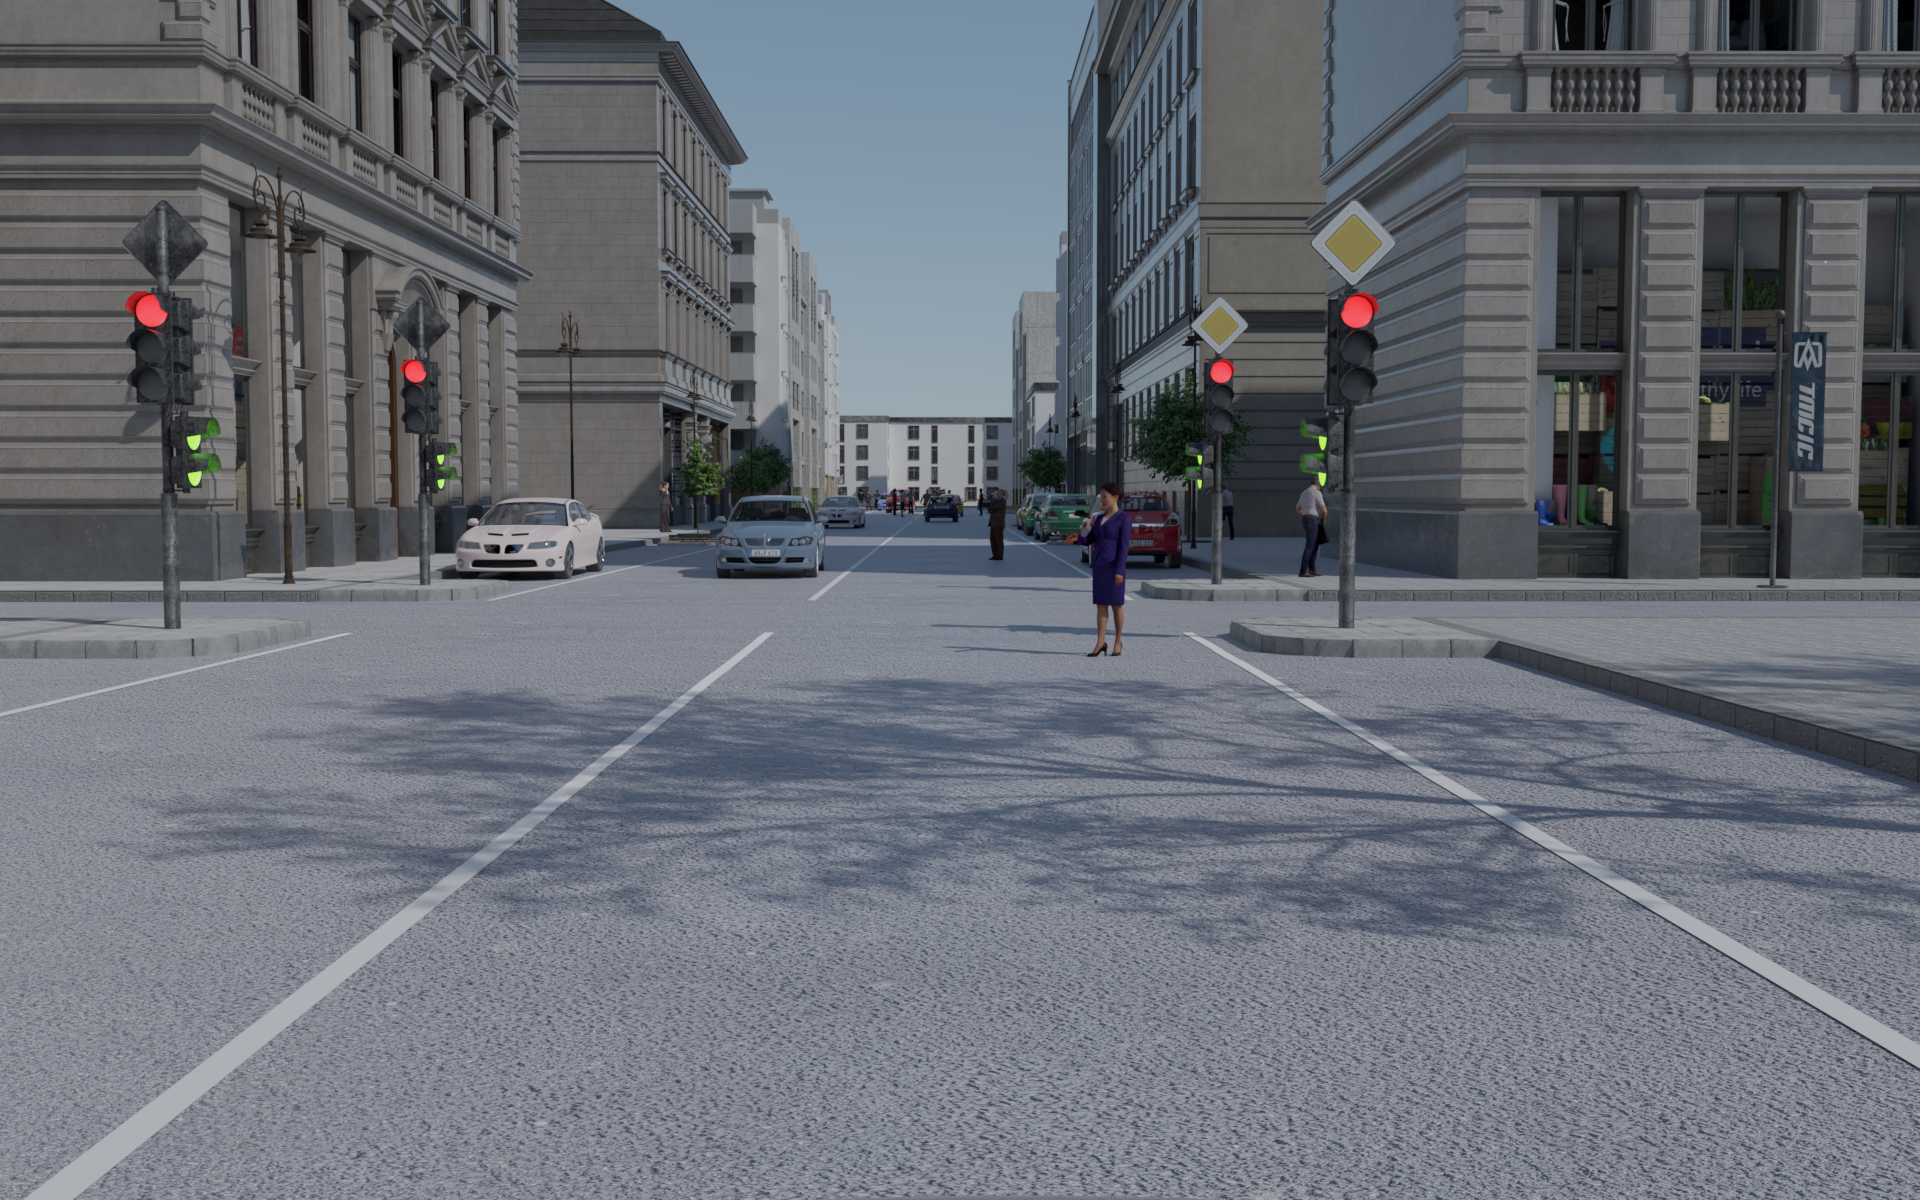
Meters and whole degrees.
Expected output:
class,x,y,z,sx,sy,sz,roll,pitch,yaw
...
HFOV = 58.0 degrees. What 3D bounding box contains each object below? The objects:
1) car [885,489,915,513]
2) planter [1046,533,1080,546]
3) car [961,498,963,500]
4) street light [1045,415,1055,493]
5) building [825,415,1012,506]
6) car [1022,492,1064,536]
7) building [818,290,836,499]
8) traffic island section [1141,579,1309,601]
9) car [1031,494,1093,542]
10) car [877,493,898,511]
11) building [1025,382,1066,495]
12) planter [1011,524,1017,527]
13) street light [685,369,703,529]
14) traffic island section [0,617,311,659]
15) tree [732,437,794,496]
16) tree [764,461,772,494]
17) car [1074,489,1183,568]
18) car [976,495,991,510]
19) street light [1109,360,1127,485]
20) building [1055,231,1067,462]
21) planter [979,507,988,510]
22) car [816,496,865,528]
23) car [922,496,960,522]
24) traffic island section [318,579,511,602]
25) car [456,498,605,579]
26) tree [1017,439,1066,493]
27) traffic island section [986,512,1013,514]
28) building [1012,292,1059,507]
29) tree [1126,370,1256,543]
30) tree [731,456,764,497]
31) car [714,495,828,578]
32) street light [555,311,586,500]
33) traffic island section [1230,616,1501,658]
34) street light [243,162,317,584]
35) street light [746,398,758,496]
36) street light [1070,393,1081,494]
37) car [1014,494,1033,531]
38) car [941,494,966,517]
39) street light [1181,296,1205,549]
class,x,y,z,sx,sy,sz,roll,pitch,yaw
car,-4.537,-7.517,131.579,2.281,1.827,5.304,0,4,1
planter,3.464,-1.718,49.228,1.991,0.319,1.994,0,4,0
car,-0.695,-9.915,174.475,2.083,1.381,4.827,0,4,0
street light,5.120,-7.707,98.796,0.468,5.910,1.993,0,4,0
building,-7.732,-15.123,189.401,28.070,9.664,9.099,0,4,0
car,3.152,-3.170,60.623,1.959,1.807,4.718,0,4,0
building,-19.312,-17.864,148.498,16.016,20.091,11.380,0,4,0
traffic island section,3.661,-0.140,24.570,2.009,0.180,2.903,0,4,0
car,3.277,-2.512,52.877,2.131,1.459,4.920,0,4,-1
car,-6.120,-8.426,147.363,1.945,1.707,3.694,0,3,0
building,10.090,-11.509,130.324,9.099,9.664,28.070,0,4,0
planter,3.269,-3.373,76.281,1.991,0.319,1.994,0,4,0
street light,-9.843,-5.593,64.237,0.468,5.910,1.993,0,4,0
traffic island section,-7.519,0.353,16.504,2.009,0.180,2.903,0,4,0
tree,-11.178,-7.011,98.340,4.285,4.588,4.351,0,3,0
tree,-10.224,-5.825,89.836,1.663,3.219,1.824,0,3,0
car,3.399,-1.583,34.920,2.155,1.783,4.494,0,4,0
car,2.448,-8.869,157.585,1.945,1.354,3.894,0,4,-1
street light,5.441,-5.324,59.830,0.468,5.910,1.993,0,4,0
building,14.218,-15.508,109.980,16.016,20.091,11.380,0,4,0
planter,2.663,-8.113,153.787,1.991,0.319,1.994,0,4,0
car,-5.061,-3.757,73.793,2.083,1.381,4.827,0,4,1
car,-0.969,-4.721,89.772,1.945,1.354,3.894,0,4,-2
traffic island section,-7.580,-0.135,24.489,2.009,0.180,2.903,0,4,0
car,-7.518,-1.118,30.640,2.083,1.381,4.827,0,4,-1
tree,5.025,-7.287,102.850,4.285,4.588,4.351,0,3,0
traffic island section,2.871,-6.332,126.388,1.991,0.108,1.994,0,4,0
building,13.790,-17.946,159.877,16.747,18.905,31.486,0,4,0
tree,6.138,-3.813,46.062,4.285,4.588,4.351,0,3,0
tree,-11.099,-5.659,87.127,1.663,3.219,1.824,0,3,0
car,-3.359,-1.174,31.205,2.014,1.417,4.499,0,4,-2
street light,-9.839,-4.348,43.885,0.468,5.910,1.993,0,4,0
traffic island section,3.722,0.348,16.585,2.009,0.180,2.903,0,4,0
street light,-9.594,-3.168,24.583,0.468,5.910,1.993,0,4,0
street light,-10.057,-6.776,83.583,0.468,5.910,1.993,0,4,0
street light,5.267,-6.504,79.133,0.468,5.910,1.993,0,4,0
car,3.182,-3.575,68.676,2.015,1.641,3.980,0,4,-2
car,-0.621,-6.146,110.703,2.015,1.641,3.980,0,4,0
street light,5.487,-4.143,40.526,0.468,5.910,1.993,0,4,0
